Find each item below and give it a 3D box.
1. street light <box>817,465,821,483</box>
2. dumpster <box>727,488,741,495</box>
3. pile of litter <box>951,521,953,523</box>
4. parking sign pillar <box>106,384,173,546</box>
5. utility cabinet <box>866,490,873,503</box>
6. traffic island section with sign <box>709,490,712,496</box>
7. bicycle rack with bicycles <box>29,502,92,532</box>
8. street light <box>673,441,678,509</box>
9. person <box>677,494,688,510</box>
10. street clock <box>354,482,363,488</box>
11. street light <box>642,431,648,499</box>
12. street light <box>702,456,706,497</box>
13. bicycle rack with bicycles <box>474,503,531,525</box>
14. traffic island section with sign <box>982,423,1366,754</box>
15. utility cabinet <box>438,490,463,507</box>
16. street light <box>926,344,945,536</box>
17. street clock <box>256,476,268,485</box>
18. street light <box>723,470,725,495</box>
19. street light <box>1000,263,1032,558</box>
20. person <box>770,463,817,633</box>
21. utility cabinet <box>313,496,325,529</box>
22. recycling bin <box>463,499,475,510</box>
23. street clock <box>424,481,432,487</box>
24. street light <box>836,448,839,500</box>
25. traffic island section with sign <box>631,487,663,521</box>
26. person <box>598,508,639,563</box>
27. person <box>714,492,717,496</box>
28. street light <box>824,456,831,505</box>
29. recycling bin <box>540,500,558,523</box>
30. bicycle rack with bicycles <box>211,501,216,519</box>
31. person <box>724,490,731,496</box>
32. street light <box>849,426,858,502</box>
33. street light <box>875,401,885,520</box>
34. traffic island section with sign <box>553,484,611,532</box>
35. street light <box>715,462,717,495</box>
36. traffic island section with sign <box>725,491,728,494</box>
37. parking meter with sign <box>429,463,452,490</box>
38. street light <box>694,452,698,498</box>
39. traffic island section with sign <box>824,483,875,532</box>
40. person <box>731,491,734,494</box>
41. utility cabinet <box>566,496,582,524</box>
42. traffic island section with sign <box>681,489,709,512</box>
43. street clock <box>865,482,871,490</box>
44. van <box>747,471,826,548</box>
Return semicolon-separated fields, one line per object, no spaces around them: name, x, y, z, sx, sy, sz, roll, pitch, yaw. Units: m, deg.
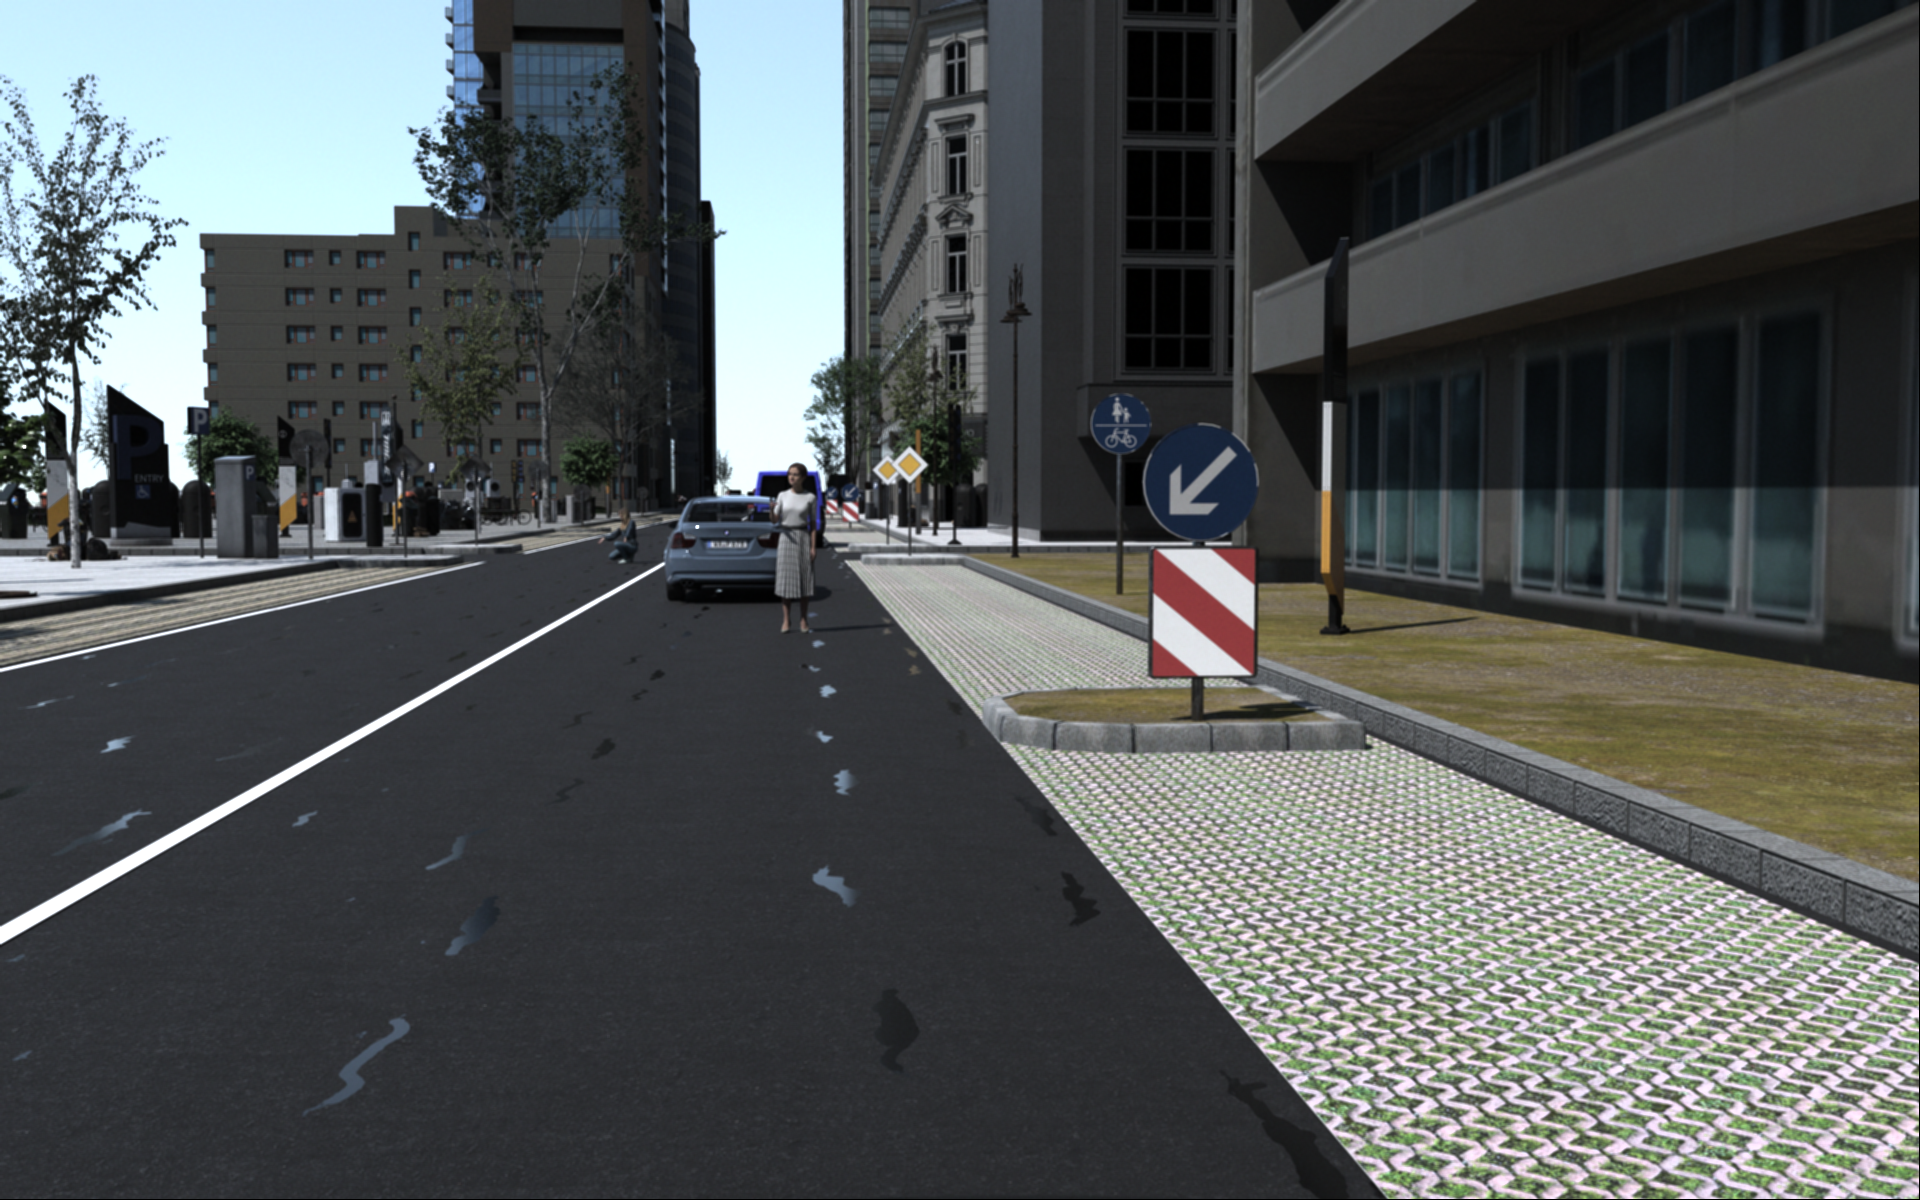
street light;-19.687;-16.623;244.574;0.468;5.910;1.993;0;4;-6
dumpster;-31.596;-14.525;242.439;1.985;2.255;1.502;0;4;-7
pile of litter;0.194;-3.629;73.292;1.176;0.858;1.719;1;4;11
parking sign pillar;-20.370;-3.333;42.974;1.447;3.967;1.447;-3;5;-44
utility cabinet;-4.523;-5.093;91.942;0.318;1.500;1.173;2;4;35
traffic island section with sign;-24.496;-9.805;168.945;1.989;1.847;2.006;0;4;-6
bicycle rack with bicycles;-30.472;-2.830;59.647;2.852;0.926;2.925;-1;4;-11
street light;-24.848;-10.926;151.420;0.468;5.910;1.993;0;4;-6
person;-19.500;-6.727;121.675;0.628;1.438;0.799;2;4;23
street clock;-36.424;-6.139;104.945;0.471;2.002;0.358;-3;4;-38
street light;-21.624;-8.943;119.007;0.468;5.910;1.993;0;4;-6
street light;-29.860;-14.035;202.267;0.468;5.910;1.993;0;4;-6
bicycle rack with bicycles;-19.445;-3.569;71.739;2.925;0.926;2.852;0;4;-3
traffic island section with sign;1.172;-0.112;10.462;1.989;1.847;2.006;0;4;-6
utility cabinet;-25.857;-4.851;87.989;1.173;1.500;0.318;-2;4;-32
street light;-0.772;-4.932;53.424;0.468;5.910;1.993;0;4;-6
street clock;-27.507;-3.893;68.215;0.471;2.002;0.358;-2;4;-25
street light;-36.414;-18.021;267.436;0.468;5.910;1.993;0;4;-6
street light;1.115;-3.797;34.869;0.468;5.910;1.993;0;4;-6
person;-1.717;-0.536;17.839;0.480;1.755;0.524;0;4;-2
utility cabinet;-23.342;-3.193;63.372;0.306;1.237;1.020;0;4;-3
recycling bin;-26.256;-4.895;92.580;0.722;1.027;0.722;0;4;3
street clock;-30.351;-5.774;98.975;0.471;2.002;0.358;0;4;-6
street light;-11.506;-11.561;161.812;0.468;5.910;1.993;0;4;-6
traffic island section with sign;-16.932;-5.132;92.533;1.989;1.847;2.006;0;4;-6
person;-7.000;-1.340;35.910;0.738;1.151;1.012;-2;4;-30
person;-26.098;-10.735;184.931;0.530;1.710;0.541;1;4;18
street light;-14.701;-13.544;194.228;0.468;5.910;1.993;0;4;-6
recycling bin;-18.324;-3.943;77.024;0.722;1.027;0.722;0;4;-3
bicycle rack with bicycles;-38.614;-4.612;88.783;2.852;0.926;2.925;2;4;32
person;-16.586;-7.008;124.015;0.756;1.711;0.436;-2;4;-32
street light;-7.148;-8.908;118.437;0.468;5.910;1.993;0;4;-6
street light;-3.926;-6.926;86.024;0.468;5.910;1.993;0;4;-6
traffic island section with sign;-14.248;-3.475;65.450;1.989;1.847;2.006;0;4;-6
street light;-33.021;-16.018;234.686;0.468;5.910;1.993;0;4;-6
traffic island section with sign;-32.687;-14.852;251.459;1.989;1.847;2.006;0;4;-6
parking meter with sign;-28.649;-6.127;96.442;0.543;3.016;1.738;3;4;38
street light;-28.082;-12.956;184.612;0.468;5.910;1.993;0;4;-6
traffic island section with sign;-4.267;-3.467;65.319;1.989;1.847;2.006;0;4;-6
person;-26.675;-11.890;202.843;1.348;1.831;0.705;1;4;21
utility cabinet;-16.879;-3.950;75.743;0.306;1.237;1.020;1;4;11
traffic island section with sign;-21.849;-8.165;142.120;1.989;1.847;2.006;0;4;-6
street clock;-5.356;-5.903;101.090;0.358;2.002;0.471;-2;4;-24
van;-4.780;-2.667;47.989;2.240;2.365;5.245;0;4;-6
